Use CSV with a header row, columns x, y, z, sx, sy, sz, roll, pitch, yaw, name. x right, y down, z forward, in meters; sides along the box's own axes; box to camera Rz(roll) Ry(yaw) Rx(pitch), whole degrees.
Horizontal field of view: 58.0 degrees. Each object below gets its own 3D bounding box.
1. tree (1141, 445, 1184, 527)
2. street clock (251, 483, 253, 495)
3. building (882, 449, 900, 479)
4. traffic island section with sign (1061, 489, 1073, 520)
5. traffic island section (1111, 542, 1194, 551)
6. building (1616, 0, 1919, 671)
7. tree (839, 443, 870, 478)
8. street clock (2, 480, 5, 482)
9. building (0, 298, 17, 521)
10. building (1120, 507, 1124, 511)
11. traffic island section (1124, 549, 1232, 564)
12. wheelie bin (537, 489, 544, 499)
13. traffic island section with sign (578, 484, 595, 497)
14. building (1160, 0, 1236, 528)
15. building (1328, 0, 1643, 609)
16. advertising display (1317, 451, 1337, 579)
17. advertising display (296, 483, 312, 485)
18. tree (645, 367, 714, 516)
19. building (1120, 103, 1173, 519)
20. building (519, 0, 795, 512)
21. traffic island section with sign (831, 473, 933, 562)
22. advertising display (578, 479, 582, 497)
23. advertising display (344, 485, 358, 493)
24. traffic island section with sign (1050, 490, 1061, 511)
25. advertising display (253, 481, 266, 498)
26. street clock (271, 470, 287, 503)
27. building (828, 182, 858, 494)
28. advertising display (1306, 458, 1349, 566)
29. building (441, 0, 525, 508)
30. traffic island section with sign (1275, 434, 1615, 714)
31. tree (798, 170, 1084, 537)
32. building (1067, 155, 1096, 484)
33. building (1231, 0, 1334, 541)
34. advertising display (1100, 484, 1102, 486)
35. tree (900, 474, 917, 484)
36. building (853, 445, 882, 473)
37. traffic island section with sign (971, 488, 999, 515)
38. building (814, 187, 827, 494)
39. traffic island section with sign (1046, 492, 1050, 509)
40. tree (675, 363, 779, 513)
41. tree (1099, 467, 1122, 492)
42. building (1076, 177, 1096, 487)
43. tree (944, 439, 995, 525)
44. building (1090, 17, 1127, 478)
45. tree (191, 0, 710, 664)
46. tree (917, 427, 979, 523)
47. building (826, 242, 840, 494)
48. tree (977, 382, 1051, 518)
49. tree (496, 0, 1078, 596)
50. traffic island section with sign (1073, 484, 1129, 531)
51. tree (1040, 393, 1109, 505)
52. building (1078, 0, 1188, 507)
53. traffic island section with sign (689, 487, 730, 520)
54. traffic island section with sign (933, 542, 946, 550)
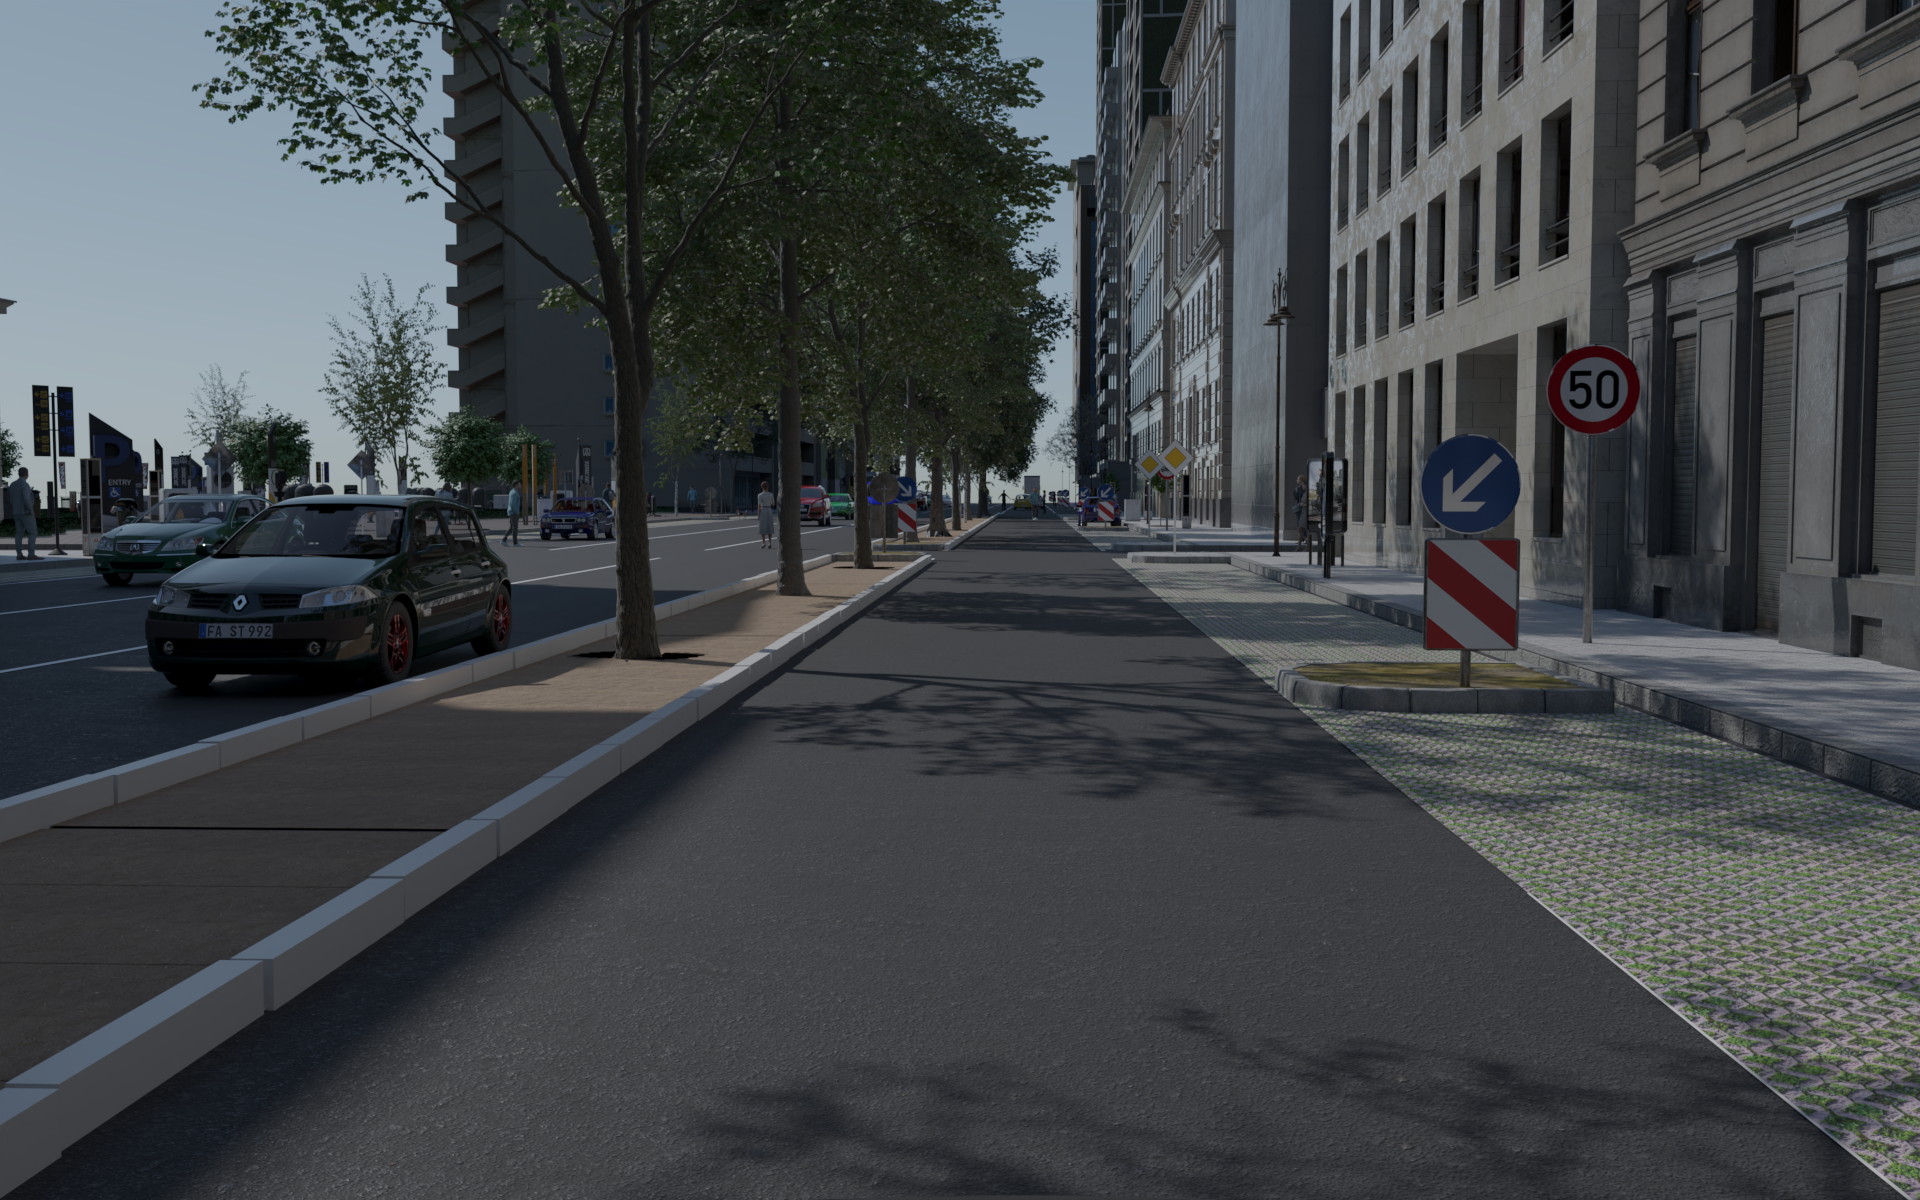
x,y,z,sx,sy,sz,roll,pitch,yaw,name
8.033,-4.496,68.106,1.663,3.219,1.824,0,3,0,tree
-42.099,-6.043,103.370,0.471,2.002,0.358,3,5,41,street clock
-20.349,-38.763,257.470,21.300,48.544,21.600,0,4,2,building
6.659,-5.263,94.672,1.989,1.847,2.006,0,4,2,traffic island section with sign
4.941,-1.380,44.845,2.009,0.180,2.903,0,4,2,traffic island section
11.518,-9.794,9.276,9.793,20.994,18.267,0,4,2,building
-11.866,-15.010,195.768,4.360,8.622,3.978,0,3,0,tree
-48.375,-5.070,87.469,0.358,2.002,0.471,1,4,12,street clock
-30.117,-11.927,31.163,21.152,22.565,11.583,0,4,2,building
23.133,-43.646,151.872,20.563,71.187,20.611,0,4,2,building
4.614,-0.892,36.867,2.009,0.180,2.903,0,4,2,traffic island section
-27.730,-6.532,114.708,0.693,1.594,0.980,1,4,8,wheelie bin
-14.850,-3.659,68.453,1.989,1.847,2.006,0,4,2,traffic island section with sign
15.943,-17.080,76.528,12.463,27.353,25.104,0,4,2,building
12.464,-10.523,26.804,10.420,20.320,16.860,0,4,2,building
5.641,-1.309,26.619,0.123,1.923,0.974,0,4,8,advertising display
-39.288,-6.027,103.763,0.974,1.923,0.123,0,4,-1,advertising display
-16.359,-9.164,100.195,4.737,8.622,4.395,0,3,0,tree
18.391,-16.565,104.115,16.112,22.955,30.059,0,4,2,building
-24.775,-32.365,152.865,21.300,48.544,21.600,0,4,2,building
-1.695,-1.788,37.364,2.006,1.907,1.989,0,4,2,traffic island section with sign
-16.381,-4.248,74.663,0.123,1.923,0.974,-1,4,-9,advertising display
-41.836,-6.958,118.980,0.123,1.923,0.974,3,5,43,advertising display
8.698,-8.308,144.458,1.989,1.847,2.006,0,4,2,traffic island section with sign
-33.089,-4.684,81.793,0.123,1.923,0.974,0,4,6,advertising display
-20.095,-2.849,51.158,0.471,2.002,0.358,3,4,37,street clock
-26.071,-38.509,218.868,28.713,52.752,27.495,0,4,2,building
6.576,-1.581,31.056,0.123,1.923,0.974,-2,4,-30,advertising display
-26.409,-31.049,131.354,21.300,48.544,21.600,0,4,2,building
3.288,-0.218,12.195,1.989,1.847,2.006,0,4,2,traffic island section with sign
-0.757,-8.433,57.349,9.611,12.733,9.660,0,3,0,tree
30.909,-41.277,264.122,28.713,52.752,27.495,0,4,2,building
23.990,-14.220,51.564,30.058,24.678,14.314,0,4,2,building
9.380,-6.649,113.920,0.123,1.923,0.974,1,4,18,advertising display
-8.493,-18.182,280.989,4.285,4.588,4.351,0,3,0,tree
-18.261,-36.055,239.602,14.600,45.320,14.200,0,4,2,building
1.687,-6.832,119.840,2.006,1.907,1.989,0,4,2,traffic island section with sign
-20.982,-29.796,170.757,14.154,41.232,14.086,0,4,2,building
9.804,-9.955,171.391,1.989,1.847,2.006,0,4,2,traffic island section with sign
-15.362,-11.110,116.062,8.767,10.594,7.601,0,4,0,tree
10.508,-7.782,121.831,1.663,3.219,1.824,0,3,0,tree
23.596,-36.313,243.821,14.600,45.320,14.200,0,4,2,building
0.002,-7.749,79.508,4.360,8.622,3.978,0,3,0,tree
25.682,-34.149,177.950,23.786,49.044,30.456,0,4,2,building
-2.916,-5.299,14.853,9.928,11.665,9.643,0,3,0,tree
0.230,-8.087,85.048,4.737,8.622,4.395,0,3,0,tree
-20.640,-25.288,185.154,14.160,30.474,14.107,0,4,2,building
1.083,-10.043,101.080,8.767,10.594,7.601,0,4,2,tree
-2.292,-6.300,23.597,7.486,12.596,7.792,0,3,0,tree
5.537,-3.596,67.415,1.989,1.847,2.006,0,4,2,traffic island section with sign
14.918,-18.251,208.769,12.009,13.543,11.850,0,3,0,tree
26.043,-48.151,225.515,20.563,71.187,20.611,0,4,2,building
-13.759,-5.306,95.387,1.989,1.847,2.006,0,4,2,traffic island section with sign
-1.382,-2.240,44.764,2.006,1.907,1.989,0,4,2,traffic island section with sign
